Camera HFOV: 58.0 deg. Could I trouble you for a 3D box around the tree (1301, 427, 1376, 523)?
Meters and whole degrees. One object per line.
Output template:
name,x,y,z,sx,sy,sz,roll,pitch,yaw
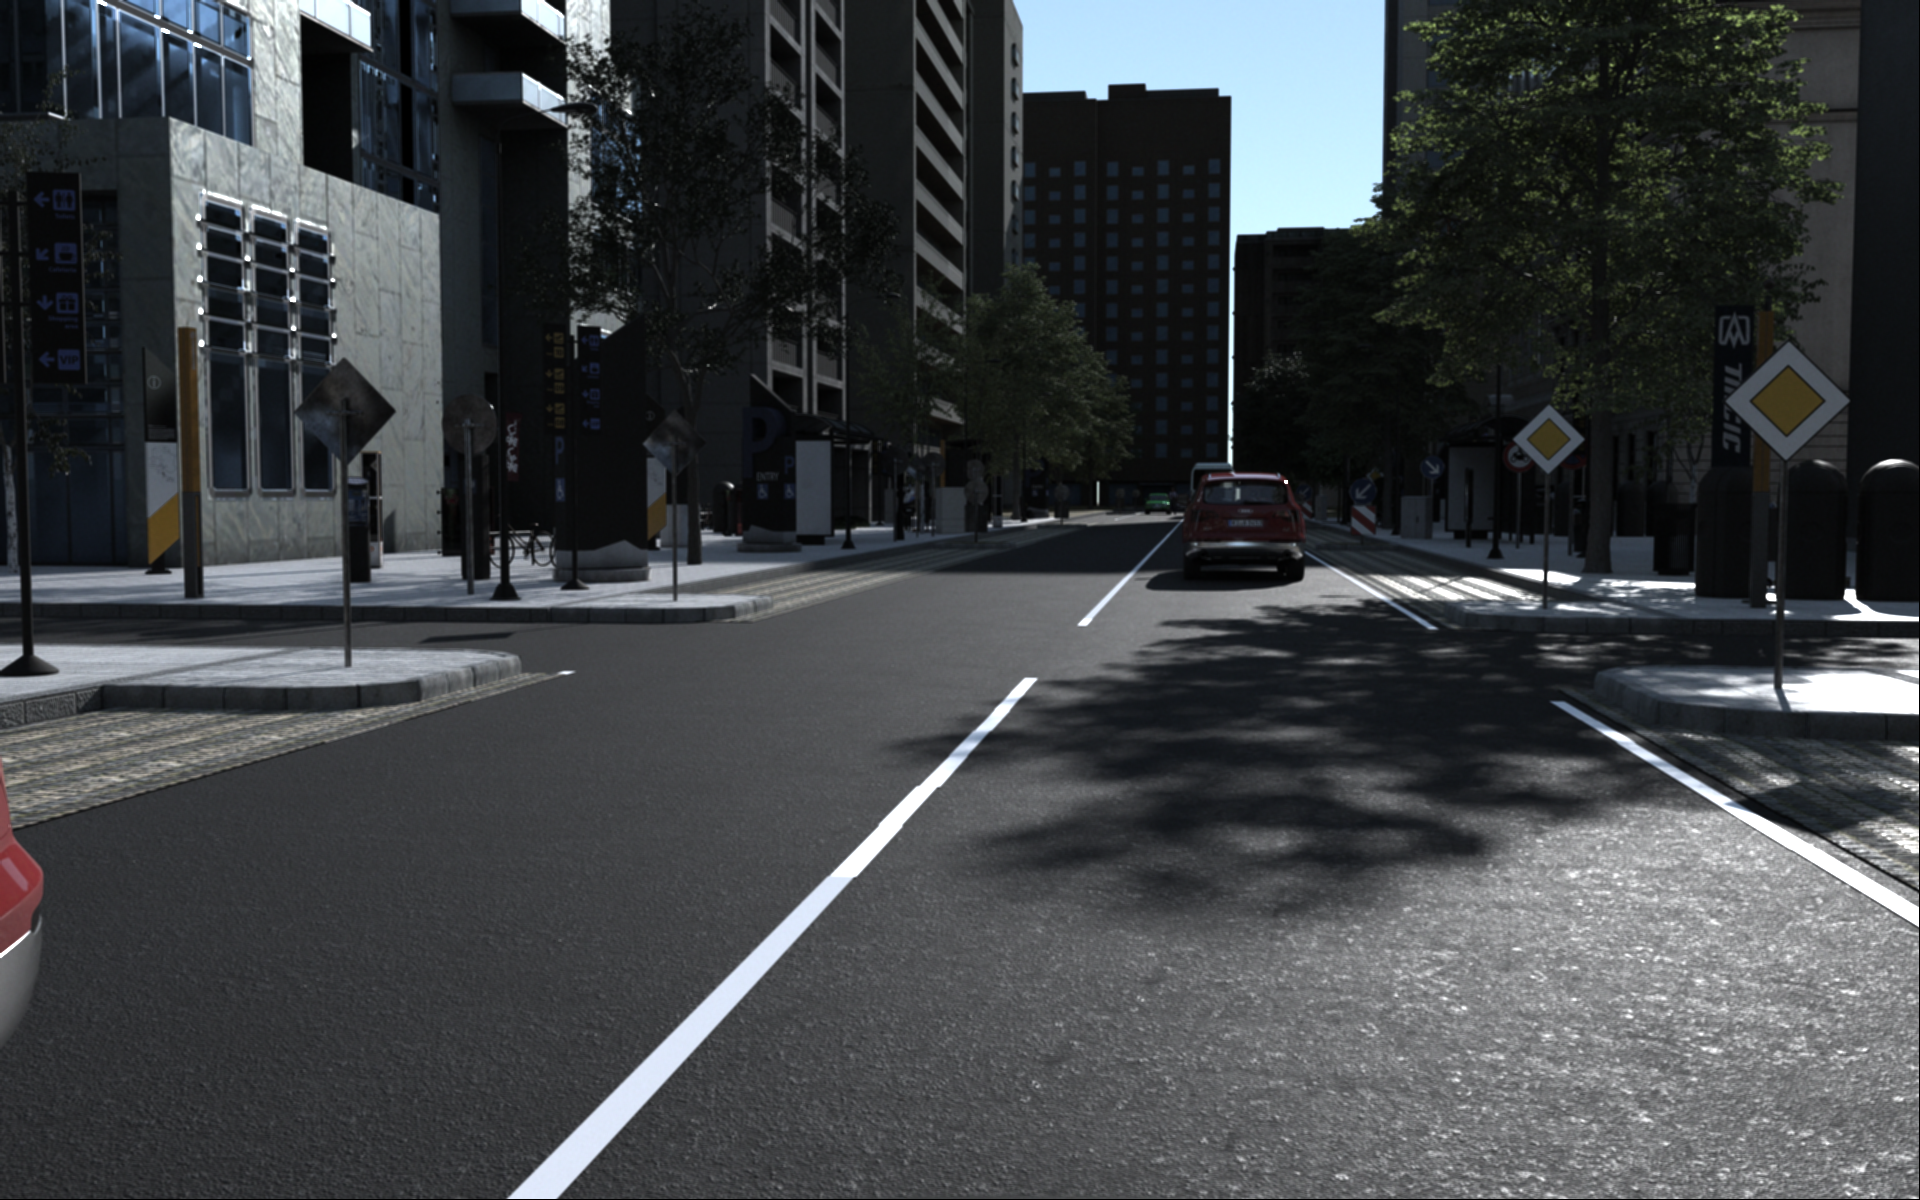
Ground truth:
tree,16.752,-5.695,76.830,4.285,4.588,4.351,0,3,0

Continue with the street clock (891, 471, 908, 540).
street clock,-1.685,-2.673,48.278,0.358,2.002,0.471,3,5,42

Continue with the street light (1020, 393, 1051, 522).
street light,3.491,-6.546,79.561,1.470,5.913,1.316,0,4,8

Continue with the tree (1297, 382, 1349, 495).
tree,22.248,-9.516,105.944,4.360,8.622,3.978,0,3,0

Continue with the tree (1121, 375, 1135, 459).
tree,10.346,-13.443,137.914,7.486,12.596,7.792,0,3,0

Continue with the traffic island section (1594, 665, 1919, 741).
traffic island section,5.422,0.663,11.445,2.009,0.180,2.903,0,4,8

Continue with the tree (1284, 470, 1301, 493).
tree,26.484,-8.789,138.298,1.663,3.219,1.824,0,3,0

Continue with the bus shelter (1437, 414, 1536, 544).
bus shelter,14.276,-3.232,46.765,2.014,3.302,5.546,0,4,8

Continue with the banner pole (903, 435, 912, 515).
banner pole,-2.169,-4.962,71.151,0.401,3.779,0.863,-2,4,-33

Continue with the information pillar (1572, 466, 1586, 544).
information pillar,16.028,-2.465,44.792,0.304,2.012,0.304,3,5,40

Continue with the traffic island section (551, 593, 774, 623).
traffic island section,-3.436,0.092,20.778,2.009,0.180,2.903,0,4,8

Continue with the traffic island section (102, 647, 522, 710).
traffic island section,-4.567,0.575,12.873,2.009,0.180,2.903,0,4,8

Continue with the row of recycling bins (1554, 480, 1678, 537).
row of recycling bins,19.872,-2.774,52.472,3.534,1.692,1.069,0,4,7

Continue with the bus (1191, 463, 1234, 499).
bus,15.996,-6.967,108.774,2.948,3.499,13.247,1,4,9

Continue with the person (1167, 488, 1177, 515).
person,14.803,-6.873,120.747,0.709,1.838,0.599,1,4,12

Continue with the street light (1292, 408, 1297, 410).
street light,18.484,-7.369,93.017,1.470,5.913,1.316,0,4,8

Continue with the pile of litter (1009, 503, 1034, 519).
pile of litter,3.210,-4.729,91.290,1.719,0.858,1.176,-1,4,-12

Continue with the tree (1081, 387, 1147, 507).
tree,14.115,-14.726,166.523,9.928,11.665,9.643,0,3,0

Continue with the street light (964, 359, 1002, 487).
street light,0.733,-5.340,59.855,1.470,5.913,1.316,0,4,8

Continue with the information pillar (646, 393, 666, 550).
information pillar,-6.959,-2.942,39.460,0.504,3.616,0.183,0,4,4

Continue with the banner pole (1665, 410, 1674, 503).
banner pole,19.348,-3.500,47.235,0.401,3.779,0.863,1,4,11

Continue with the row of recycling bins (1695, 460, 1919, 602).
row of recycling bins,10.914,-0.858,21.135,3.534,1.692,1.069,1,4,18

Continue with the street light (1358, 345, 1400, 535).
street light,13.054,-4.975,53.875,1.470,5.913,1.316,0,4,8

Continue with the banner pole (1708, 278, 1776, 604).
banner pole,9.165,-1.847,20.220,0.863,3.779,0.401,0,4,-1

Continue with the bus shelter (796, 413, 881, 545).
bus shelter,-3.588,-3.185,45.991,2.014,3.302,5.546,0,4,8

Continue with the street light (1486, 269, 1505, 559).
street light,10.111,-3.780,34.336,1.470,5.913,1.316,0,4,8

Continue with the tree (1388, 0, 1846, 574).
tree,10.319,-6.736,28.257,7.486,12.596,7.792,0,3,0

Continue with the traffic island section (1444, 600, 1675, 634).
traffic island section,6.553,0.179,19.350,2.009,0.180,2.903,0,4,8

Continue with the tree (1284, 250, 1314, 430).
tree,15.530,-8.855,62.908,7.486,12.596,7.792,0,3,0

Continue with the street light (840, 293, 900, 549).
street light,-2.079,-4.144,40.298,1.470,5.913,1.316,0,4,8

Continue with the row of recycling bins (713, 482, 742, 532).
row of recycling bins,-6.726,-3.082,57.500,3.534,1.692,1.069,2,4,29

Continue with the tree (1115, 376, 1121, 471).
tree,4.951,-11.072,99.159,7.486,12.596,7.792,0,3,0

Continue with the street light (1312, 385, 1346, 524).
street light,15.749,-6.172,73.449,1.470,5.913,1.316,0,4,8

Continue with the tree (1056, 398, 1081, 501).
tree,6.210,-9.775,110.187,4.737,8.622,4.395,0,3,0

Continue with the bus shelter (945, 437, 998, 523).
bus shelter,0.479,-5.117,74.947,1.731,3.624,6.357,1,4,8

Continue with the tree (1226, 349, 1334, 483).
tree,28.476,-15.081,153.231,9.857,13.997,8.962,0,3,0

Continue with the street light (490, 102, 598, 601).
street light,-4.982,-2.949,20.754,1.470,5.913,1.316,0,4,8

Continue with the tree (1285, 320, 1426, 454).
tree,19.363,-9.185,84.594,7.601,10.594,8.767,1,4,16

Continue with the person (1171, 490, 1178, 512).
person,17.126,-7.976,139.442,0.750,1.759,0.617,-2,4,-26

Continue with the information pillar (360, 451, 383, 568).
information pillar,-10.163,-1.556,29.930,0.304,2.012,0.304,-1,4,-9

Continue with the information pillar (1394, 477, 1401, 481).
information pillar,19.271,-4.398,76.404,0.304,2.012,0.304,0,4,3

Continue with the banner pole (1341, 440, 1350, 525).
banner pole,15.879,-4.950,70.952,0.401,3.779,0.863,0,4,-1

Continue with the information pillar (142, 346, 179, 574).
information pillar,-12.812,-2.226,27.752,0.183,3.616,0.504,3,5,42

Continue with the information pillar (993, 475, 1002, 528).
information pillar,1.423,-3.745,65.728,0.304,2.012,0.304,-1,4,-19
